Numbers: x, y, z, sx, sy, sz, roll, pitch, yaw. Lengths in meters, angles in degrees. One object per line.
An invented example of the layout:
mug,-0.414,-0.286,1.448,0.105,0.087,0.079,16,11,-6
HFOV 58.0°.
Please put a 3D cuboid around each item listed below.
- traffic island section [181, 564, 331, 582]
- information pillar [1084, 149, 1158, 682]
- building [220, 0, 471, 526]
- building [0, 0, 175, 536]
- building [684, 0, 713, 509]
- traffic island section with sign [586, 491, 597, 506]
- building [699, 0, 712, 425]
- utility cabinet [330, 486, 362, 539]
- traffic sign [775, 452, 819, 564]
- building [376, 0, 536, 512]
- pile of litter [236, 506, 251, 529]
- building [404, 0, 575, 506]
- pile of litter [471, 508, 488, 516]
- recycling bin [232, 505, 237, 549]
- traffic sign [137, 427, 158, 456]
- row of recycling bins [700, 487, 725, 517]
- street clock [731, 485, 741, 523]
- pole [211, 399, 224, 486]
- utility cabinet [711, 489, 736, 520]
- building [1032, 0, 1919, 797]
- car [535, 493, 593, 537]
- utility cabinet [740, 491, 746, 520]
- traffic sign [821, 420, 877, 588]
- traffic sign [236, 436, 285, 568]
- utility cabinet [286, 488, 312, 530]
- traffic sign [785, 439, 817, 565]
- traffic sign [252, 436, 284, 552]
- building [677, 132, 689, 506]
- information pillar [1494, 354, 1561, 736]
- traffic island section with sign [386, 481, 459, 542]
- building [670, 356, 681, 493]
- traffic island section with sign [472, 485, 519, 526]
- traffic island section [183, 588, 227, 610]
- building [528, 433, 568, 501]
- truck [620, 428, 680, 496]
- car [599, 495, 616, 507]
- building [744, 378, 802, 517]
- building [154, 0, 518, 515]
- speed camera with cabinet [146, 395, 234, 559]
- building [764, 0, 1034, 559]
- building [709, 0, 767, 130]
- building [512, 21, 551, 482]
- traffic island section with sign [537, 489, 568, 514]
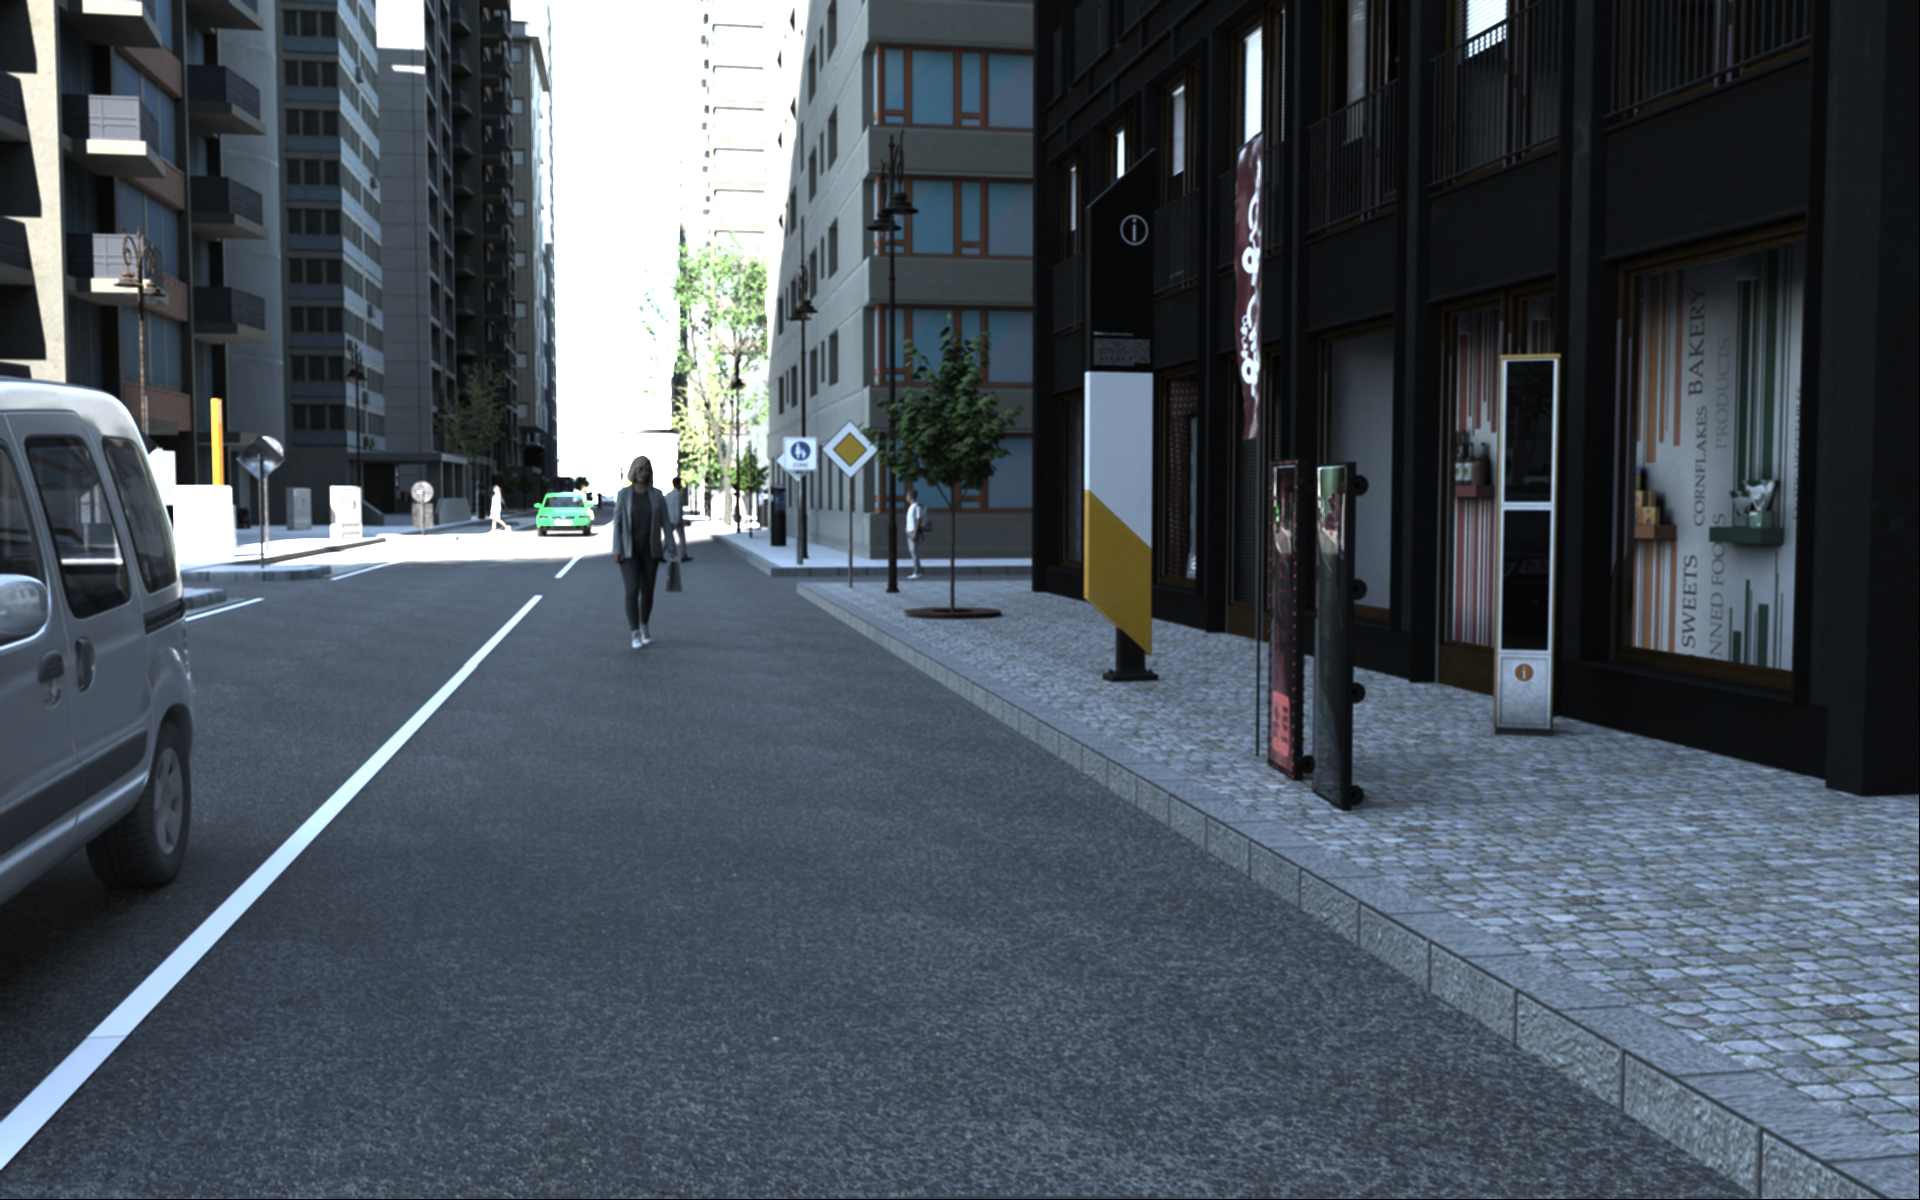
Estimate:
traffic island section,-12.072,-0.467,29.921,2.009,0.180,2.903,-1,4,-10
information pillar,1.097,-1.251,11.814,0.504,3.616,0.183,-1,4,-18
building,-38.591,-23.378,74.107,32.217,40.220,23.993,-1,4,-10
building,-29.758,-23.610,40.650,22.147,44.769,28.867,-1,4,-10
building,-15.718,-38.198,166.538,21.231,58.520,28.212,-1,4,-10
traffic island section with sign,-50.201,-13.907,235.999,1.989,1.847,2.006,-1,4,-10
building,-9.162,-31.722,138.261,23.786,49.044,30.456,-1,4,-10
utility cabinet,-17.342,-2.464,48.965,0.318,1.500,1.173,1,4,11
traffic sign,-2.956,-1.705,31.518,0.795,2.450,0.064,-1,4,-10
building,-49.621,-44.093,159.179,20.563,71.187,20.611,-1,4,-10
pile of litter,-26.869,-3.077,64.279,1.176,0.858,1.719,0,4,-7
building,-65.465,-49.300,244.311,20.563,71.187,20.611,-1,4,-10
pile of litter,-28.540,-5.434,102.813,1.719,0.858,1.176,1,4,13
recycling bin,-17.289,-1.690,40.182,0.722,1.027,0.722,0,4,1
traffic sign,-10.598,-1.123,22.011,0.795,2.450,0.064,-1,4,-10
row of recycling bins,-13.602,-5.470,96.548,1.069,1.692,3.534,-2,4,-24
street clock,-9.879,-4.407,76.632,0.471,2.002,0.358,1,4,23
pole,-15.913,-2.650,37.167,0.158,3.312,0.155,0,3,0
utility cabinet,-11.402,-4.554,83.144,1.173,1.500,0.318,3,4,37
building,8.433,-11.365,15.501,12.332,23.373,15.834,-1,4,-10
car,-13.637,-3.114,59.711,1.959,1.807,4.718,-1,4,-12
utility cabinet,-11.170,-4.700,85.523,1.173,1.500,0.318,1,4,14
traffic sign,-1.503,-1.225,23.666,0.795,2.450,0.064,-1,4,-10
traffic sign,-12.050,-1.604,29.863,0.795,2.450,0.064,-1,4,-10
utility cabinet,-23.424,-3.224,61.386,0.318,1.500,1.173,1,4,8
traffic sign,-2.881,-1.788,31.369,0.606,2.300,0.079,0,4,-3
traffic sign,-15.332,-2.334,38.262,0.768,2.556,0.104,0,4,-6
building,-25.279,-31.555,199.522,14.154,41.232,14.086,-1,4,-10
information pillar,3.035,-0.293,9.277,0.304,2.012,0.304,1,4,18
traffic island section with sign,-16.254,-2.680,52.443,1.989,1.847,2.006,-1,4,-10
building,-22.505,-23.083,222.449,27.650,21.520,28.899,-1,4,-10
traffic island section with sign,-21.157,-4.301,78.950,1.989,1.847,2.006,-1,4,-10
traffic island section,-10.619,0.013,22.068,2.009,0.180,2.903,-1,4,-10
building,-67.125,-32.436,222.208,32.217,40.220,23.993,-1,4,-10
truck,-14.244,-5.544,79.563,2.839,4.237,11.283,-1,4,-10
car,-40.578,-11.412,198.941,2.083,1.381,4.827,-1,4,-11
building,0.540,-47.605,91.005,22.319,86.520,31.000,-1,4,-10
building,-46.715,-29.406,135.411,22.147,44.769,28.867,-1,4,-10
speed camera with cabinet,-15.624,-2.471,34.743,2.038,3.252,0.660,1,4,17
building,9.936,-12.504,49.483,28.899,21.520,27.650,-1,4,-10
building,-9.601,-26.409,115.376,14.154,41.232,14.086,-1,4,-10
building,-61.336,-37.139,196.464,28.713,52.752,27.495,-1,4,-10
traffic island section with sign,-30.267,-7.313,128.195,1.989,1.847,2.006,-1,4,-10
